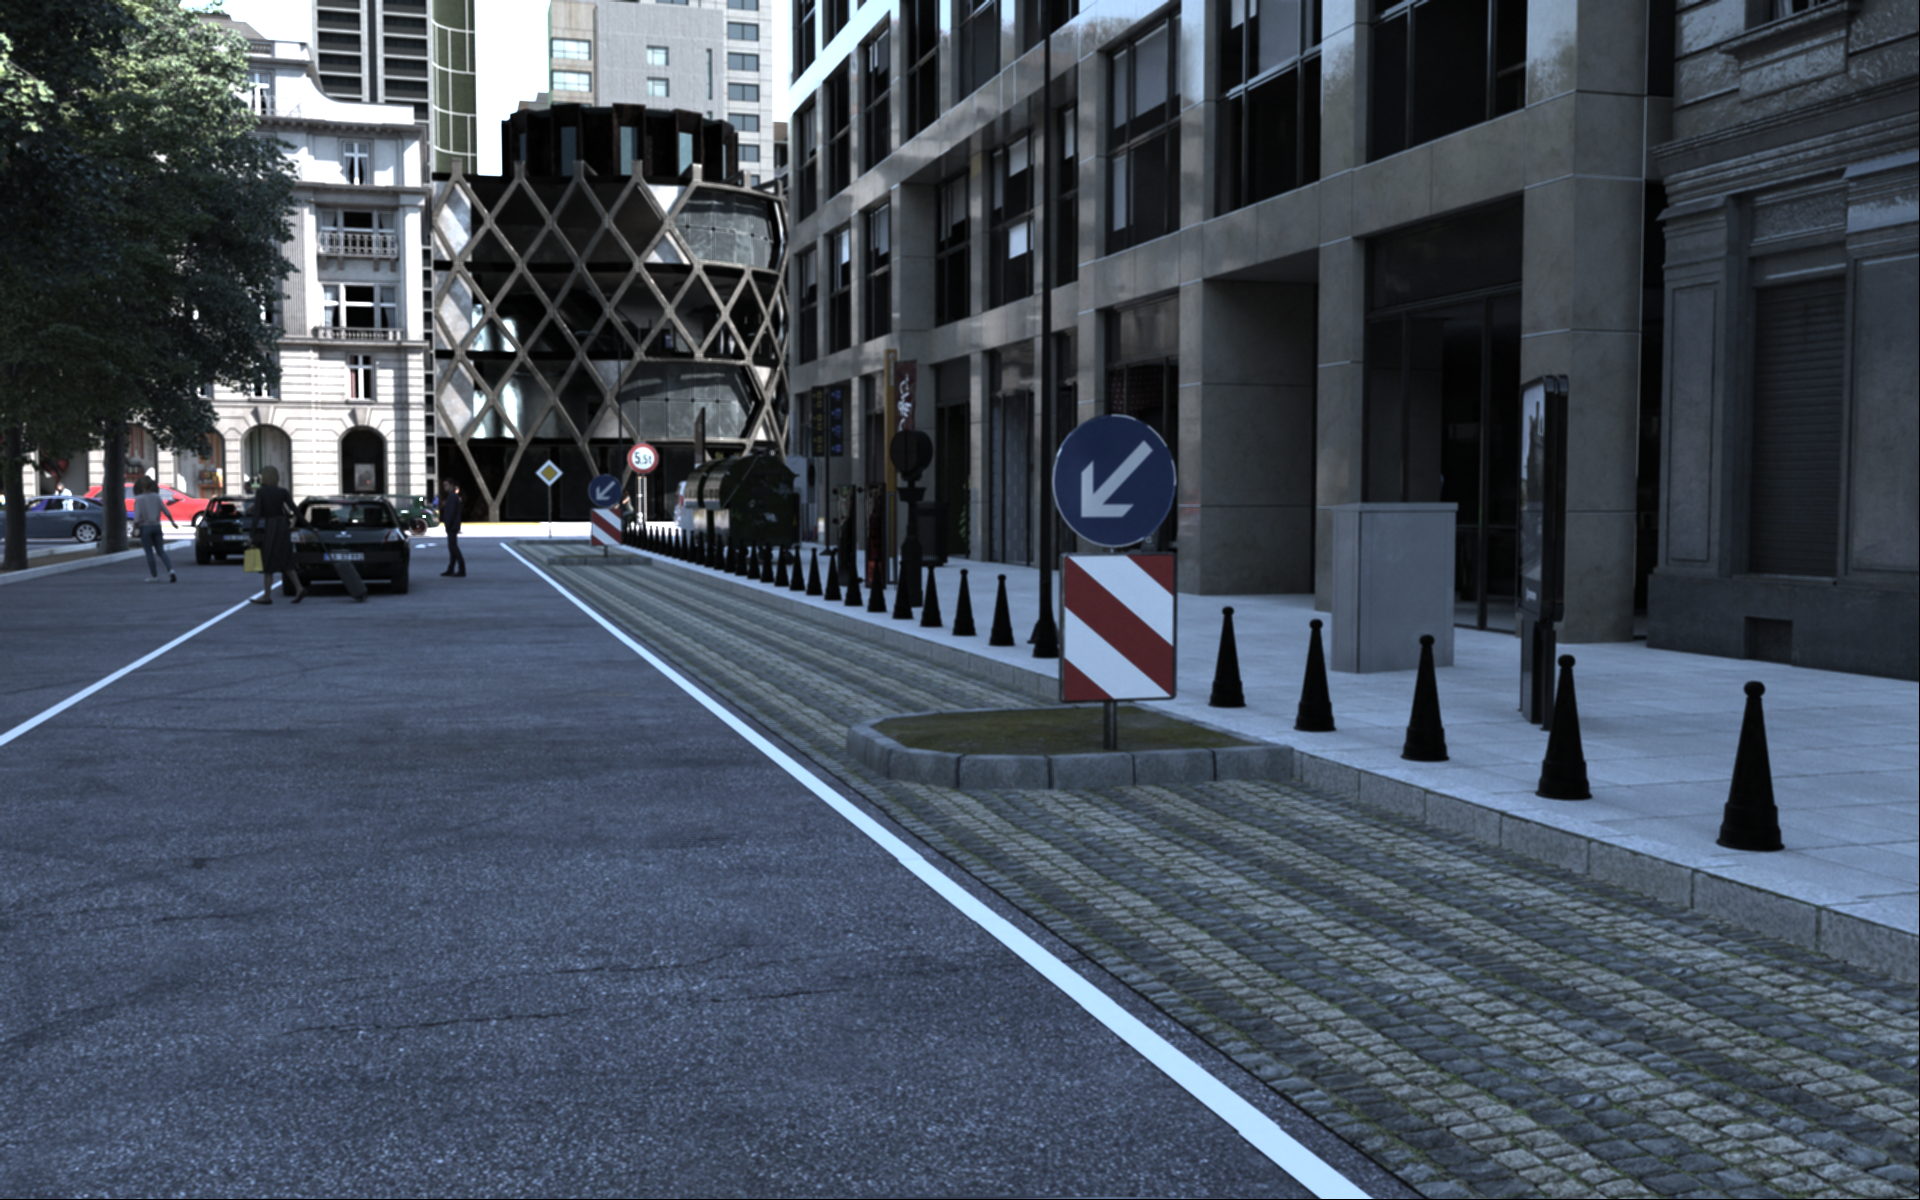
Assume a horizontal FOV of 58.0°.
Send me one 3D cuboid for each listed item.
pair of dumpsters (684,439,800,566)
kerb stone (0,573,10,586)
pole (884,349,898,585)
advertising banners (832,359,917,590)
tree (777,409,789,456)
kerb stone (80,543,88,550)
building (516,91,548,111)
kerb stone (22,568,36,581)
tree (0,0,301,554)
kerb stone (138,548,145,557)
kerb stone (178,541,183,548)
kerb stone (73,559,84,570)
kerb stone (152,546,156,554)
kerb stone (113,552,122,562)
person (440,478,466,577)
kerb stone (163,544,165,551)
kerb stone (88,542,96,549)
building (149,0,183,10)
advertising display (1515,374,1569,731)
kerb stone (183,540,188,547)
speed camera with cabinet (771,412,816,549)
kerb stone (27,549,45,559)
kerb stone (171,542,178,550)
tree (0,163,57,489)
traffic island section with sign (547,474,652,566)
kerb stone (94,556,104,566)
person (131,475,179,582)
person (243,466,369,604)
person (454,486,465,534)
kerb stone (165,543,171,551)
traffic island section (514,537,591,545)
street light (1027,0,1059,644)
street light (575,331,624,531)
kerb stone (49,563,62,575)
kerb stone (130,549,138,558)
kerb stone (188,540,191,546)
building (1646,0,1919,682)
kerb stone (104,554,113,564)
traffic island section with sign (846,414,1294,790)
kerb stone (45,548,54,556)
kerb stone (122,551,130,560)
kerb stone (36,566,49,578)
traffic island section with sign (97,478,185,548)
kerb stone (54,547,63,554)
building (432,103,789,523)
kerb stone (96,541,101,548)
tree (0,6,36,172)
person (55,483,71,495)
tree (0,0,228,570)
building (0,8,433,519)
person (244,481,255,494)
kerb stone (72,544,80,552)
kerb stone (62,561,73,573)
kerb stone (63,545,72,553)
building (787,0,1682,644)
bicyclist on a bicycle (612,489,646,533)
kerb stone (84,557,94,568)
[{"bbox_3d":[-4.182,-1.867,33.016,1.574,2.255,4.437,-1,4,-17],"label":"pair of dumpsters"},{"bbox_3d":[-15.309,-0.342,27.859,0.120,0.150,1.000,-1,4,-17],"label":"kerb stone"},{"bbox_3d":[-0.978,-1.876,24.521,0.158,3.312,0.155,0,3,0],"label":"pole"},{"bbox_3d":[-1.157,-1.663,23.381,0.090,3.025,2.074,-2,4,-35],"label":"advertising banners"},{"bbox_3d":[-9.940,-9.718,109.250,4.360,8.622,3.978,0,3,0],"label":"tree"},{"bbox_3d":[-22.363,-1.326,43.960,0.120,0.150,1.000,-1,4,-17],"label":"kerb stone"},{"bbox_3d":[-42.537,-33.319,194.874,14.600,45.320,14.200,-1,4,-17],"label":"building"},{"bbox_3d":[-15.605,-0.407,28.846,0.120,0.150,1.000,-1,4,-17],"label":"kerb stone"},{"bbox_3d":[-20.196,-8.063,40.936,9.857,13.997,8.962,0,3,0],"label":"tree"},{"bbox_3d":[-18.872,-1.068,39.664,0.120,0.150,1.000,-1,4,-17],"label":"kerb stone"},{"bbox_3d":[-20.656,-1.426,45.566,0.120,0.150,1.000,-1,4,-17],"label":"kerb stone"},{"bbox_3d":[-16.793,-0.645,32.778,0.120,0.150,1.000,-1,4,-17],"label":"kerb stone"},{"bbox_3d":[-19.462,-1.188,41.627,0.120,0.150,1.000,-1,4,-17],"label":"kerb stone"},{"bbox_3d":[-17.970,-0.888,36.718,0.120,0.150,1.000,-1,4,-17],"label":"kerb stone"},{"bbox_3d":[-8.821,-1.263,30.075,0.530,1.710,0.541,0,4,-1],"label":"person"},{"bbox_3d":[-19.764,-1.244,42.608,0.120,0.150,1.000,-1,4,-17],"label":"kerb stone"},{"bbox_3d":[-22.657,-1.390,44.941,0.120,0.150,1.000,-1,4,-17],"label":"kerb stone"},{"bbox_3d":[-74.629,-29.672,139.756,22.147,44.769,28.867,-1,4,-17],"label":"building"},{"bbox_3d":[3.268,-0.278,9.767,0.123,1.923,0.974,1,4,10],"label":"advertising display"},{"bbox_3d":[-20.950,-1.489,46.547,0.120,0.150,1.000,-1,4,-17],"label":"kerb stone"},{"bbox_3d":[-3.981,-2.850,40.930,0.660,3.252,2.038,1,4,14],"label":"speed camera with cabinet"},{"bbox_3d":[-20.877,-1.031,39.052,0.120,0.150,1.000,-1,4,-17],"label":"kerb stone"},{"bbox_3d":[-20.346,-1.369,44.581,0.120,0.150,1.000,-1,4,-17],"label":"kerb stone"},{"bbox_3d":[-16.028,-4.521,26.734,4.737,8.622,4.395,0,3,0],"label":"tree"},{"bbox_3d":[-7.412,-1.636,35.376,1.989,1.847,2.006,-1,4,-17],"label":"traffic island section with sign"},{"bbox_3d":[-17.379,-0.768,34.752,0.120,0.150,1.000,-1,4,-17],"label":"kerb stone"},{"bbox_3d":[-12.996,-1.160,28.142,0.598,1.740,0.731,1,4,22],"label":"person"},{"bbox_3d":[-8.572,-0.853,22.671,1.509,1.804,0.699,-1,4,-16],"label":"person"},{"bbox_3d":[-18.001,-3.205,61.821,0.530,1.710,0.541,-2,4,-29],"label":"person"},{"bbox_3d":[-20.064,-1.308,43.587,0.120,0.150,1.000,-1,4,-17],"label":"kerb stone"},{"bbox_3d":[-11.800,-1.693,49.969,2.009,0.180,2.903,-1,4,-17],"label":"traffic island section"},{"bbox_3d":[0.220,-2.575,14.636,1.470,5.913,1.316,-1,4,-17],"label":"street light"},{"bbox_3d":[-10.308,-4.723,49.764,1.470,5.913,1.316,-1,4,-17],"label":"street light"},{"bbox_3d":[-16.204,-0.526,30.815,0.120,0.150,1.000,-1,4,-17],"label":"kerb stone"},{"bbox_3d":[-18.578,-1.008,38.683,0.120,0.150,1.000,-1,4,-17],"label":"kerb stone"},{"bbox_3d":[-21.242,-1.549,47.529,0.120,0.150,1.000,-1,4,-17],"label":"kerb stone"},{"bbox_3d":[12.789,-9.632,6.642,9.793,20.994,18.267,-1,4,-17],"label":"building"},{"bbox_3d":[-17.679,-0.821,35.732,0.120,0.150,1.000,-1,4,-17],"label":"kerb stone"},{"bbox_3d":[0.452,-0.042,9.322,1.989,1.847,2.006,-1,4,-17],"label":"traffic island section with sign"},{"bbox_3d":[-21.177,-1.091,40.032,0.120,0.150,1.000,-1,4,-17],"label":"kerb stone"},{"bbox_3d":[-18.279,-0.948,37.701,0.120,0.150,1.000,-1,4,-17],"label":"kerb stone"},{"bbox_3d":[-15.905,-0.467,29.826,0.120,0.150,1.000,-1,4,-17],"label":"kerb stone"},{"bbox_3d":[-22.218,-2.382,47.089,2.006,1.907,1.989,-1,4,-17],"label":"traffic island section with sign"},{"bbox_3d":[-21.469,-1.151,41.014,0.120,0.150,1.000,-1,4,-17],"label":"kerb stone"},{"bbox_3d":[-16.689,-13.238,83.894,16.811,18.784,16.820,-1,4,-17],"label":"building"},{"bbox_3d":[-22.949,-1.451,45.923,0.120,0.150,1.000,-1,4,-17],"label":"kerb stone"},{"bbox_3d":[-11.116,-5.526,9.811,9.611,12.733,9.660,0,3,0],"label":"tree"},{"bbox_3d":[-29.918,-3.007,57.931,0.793,1.790,0.793,-1,4,-18],"label":"person"},{"bbox_3d":[-17.950,-6.846,32.511,7.486,12.596,7.792,0,3,0],"label":"tree"},{"bbox_3d":[-35.737,-14.337,76.203,24.055,21.916,13.314,-1,4,-17],"label":"building"},{"bbox_3d":[-20.900,-2.583,50.856,0.434,1.807,0.598,-1,4,-15],"label":"person"},{"bbox_3d":[-22.064,-1.271,42.980,0.120,0.150,1.000,-1,4,-17],"label":"kerb stone"},{"bbox_3d":[-16.496,-0.587,31.797,0.120,0.150,1.000,-1,4,-17],"label":"kerb stone"},{"bbox_3d":[-21.767,-1.204,41.995,0.120,0.150,1.000,-1,4,-17],"label":"kerb stone"},{"bbox_3d":[9.452,-13.975,33.005,19.350,26.468,34.151,-1,4,-17],"label":"building"},{"bbox_3d":[-12.222,-3.233,62.877,1.625,1.676,1.499,-1,4,-18],"label":"bicyclist on a bicycle"},{"bbox_3d":[-17.090,-0.707,33.761,0.120,0.150,1.000,-1,4,-17],"label":"kerb stone"}]
